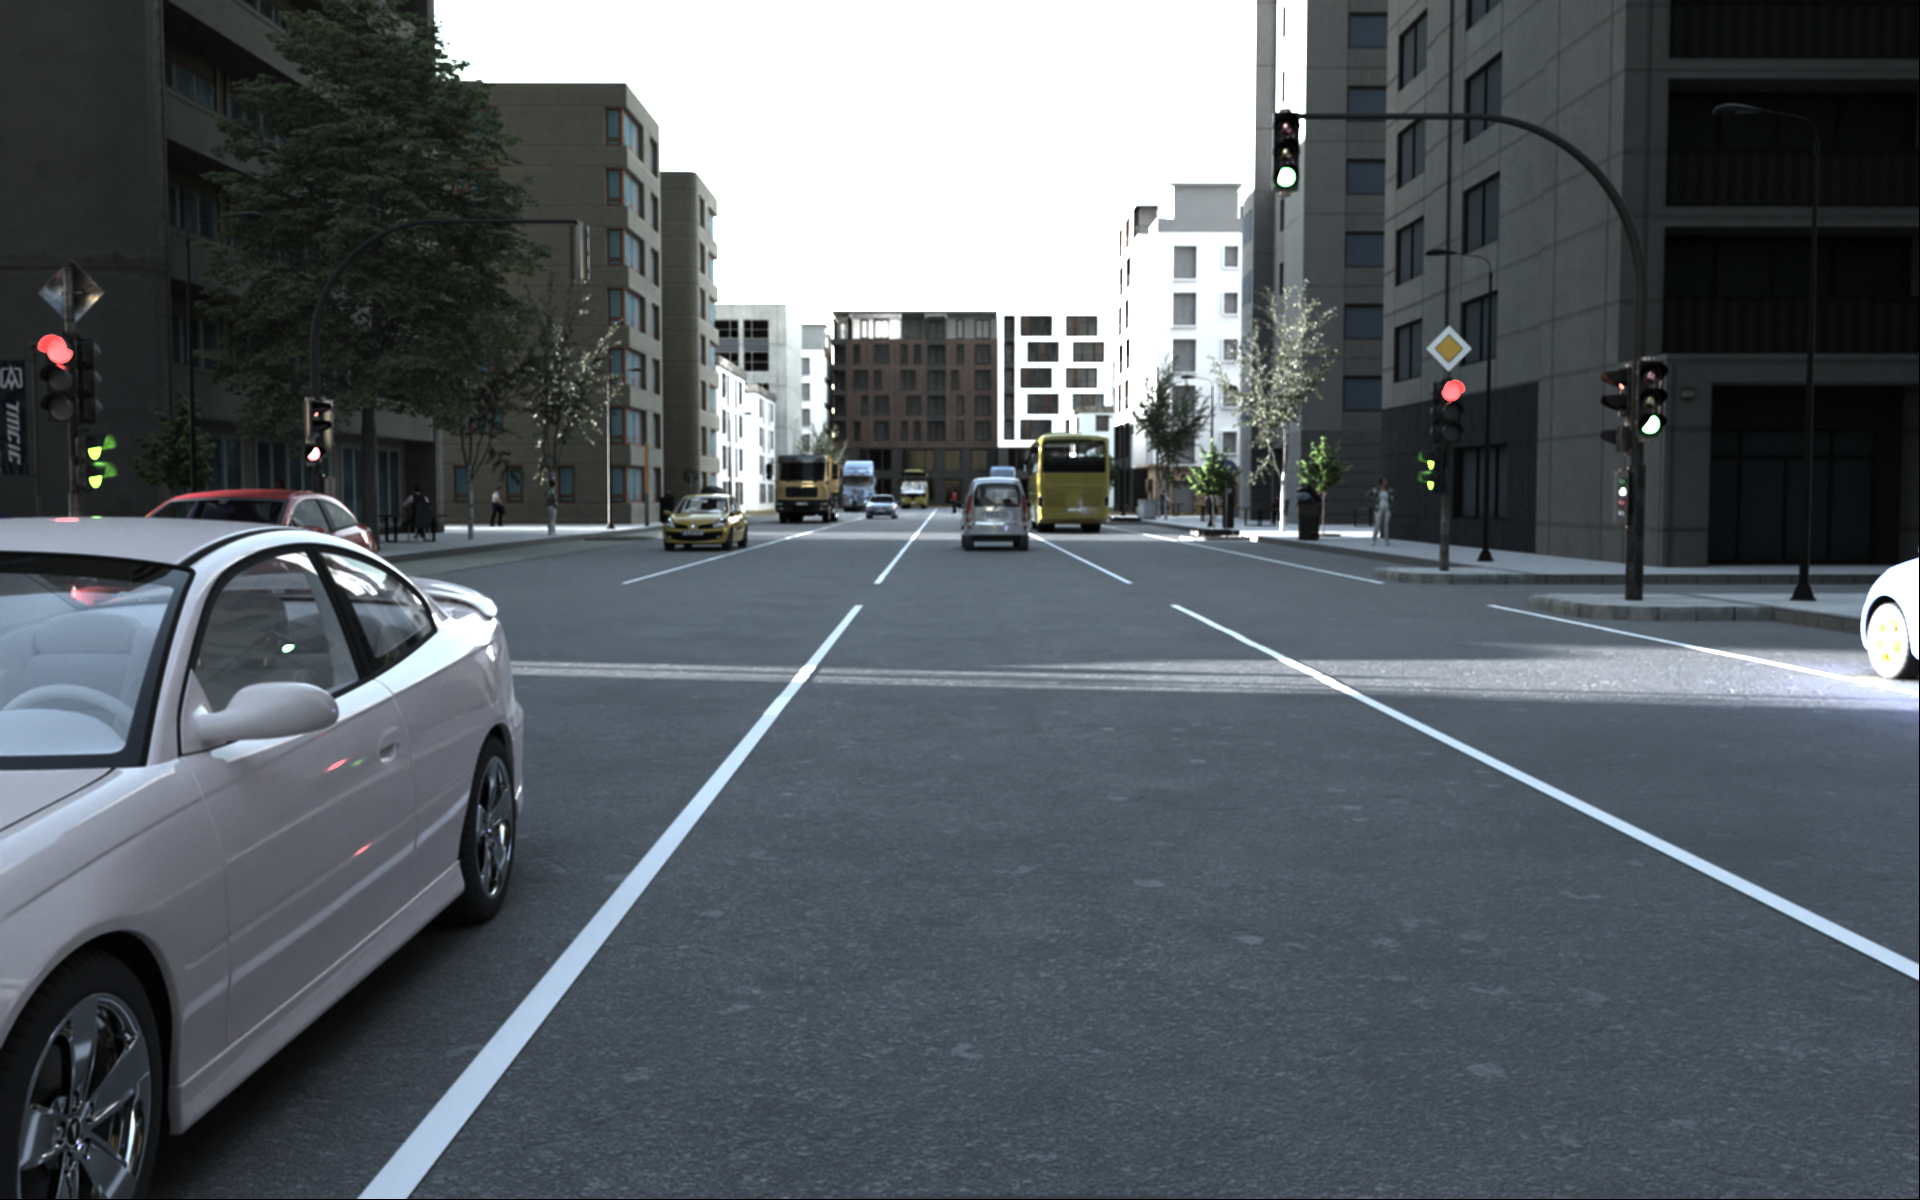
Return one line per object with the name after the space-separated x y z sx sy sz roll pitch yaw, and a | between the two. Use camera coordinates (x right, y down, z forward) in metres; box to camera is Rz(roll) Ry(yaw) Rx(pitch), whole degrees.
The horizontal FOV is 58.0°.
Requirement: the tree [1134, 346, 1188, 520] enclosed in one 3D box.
10.314 -8.270 85.572 4.360 8.622 3.978 0 3 0 | tree

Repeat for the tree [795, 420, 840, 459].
-13.840 -13.381 169.137 4.737 8.622 4.395 0 3 0 | tree

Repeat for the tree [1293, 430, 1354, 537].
10.944 -3.555 52.729 1.663 3.219 1.824 0 3 0 | tree

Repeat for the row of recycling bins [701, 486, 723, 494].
-12.997 -5.138 91.115 1.069 1.692 3.534 0 4 -2 | row of recycling bins

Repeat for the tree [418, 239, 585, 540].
-13.599 -6.001 48.474 4.360 8.622 3.978 0 3 0 | tree

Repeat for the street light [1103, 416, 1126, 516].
9.168 -7.962 102.725 1.470 5.913 1.316 0 4 0 | street light

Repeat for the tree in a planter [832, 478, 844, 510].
-11.225 -9.868 158.565 1.991 3.239 1.994 0 4 0 | tree in a planter

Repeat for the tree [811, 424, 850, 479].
-13.515 -13.911 177.798 4.360 8.622 3.978 0 3 0 | tree

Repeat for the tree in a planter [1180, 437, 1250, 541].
7.949 -3.491 54.306 1.991 3.239 1.994 0 4 0 | tree in a planter

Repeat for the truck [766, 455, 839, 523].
-7.680 -5.609 87.630 3.469 3.379 9.791 0 4 0 | truck

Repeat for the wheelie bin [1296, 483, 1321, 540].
9.710 -2.470 48.292 0.693 1.594 0.980 1 4 9 | wheelie bin

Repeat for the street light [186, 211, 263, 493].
-12.153 -3.429 28.613 1.470 5.913 1.316 0 4 0 | street light

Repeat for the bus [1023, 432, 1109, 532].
4.113 -4.677 68.021 2.896 3.916 12.252 0 4 0 | bus

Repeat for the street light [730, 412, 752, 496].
-12.533 -7.716 98.698 1.470 5.913 1.316 0 4 0 | street light

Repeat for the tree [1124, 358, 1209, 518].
10.993 -8.759 93.567 4.737 8.622 4.395 0 3 0 | tree

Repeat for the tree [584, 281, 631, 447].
-13.129 -6.487 56.433 4.360 8.622 3.978 0 3 0 | tree

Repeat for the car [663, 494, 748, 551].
-6.622 -2.138 45.173 2.015 1.641 3.980 0 4 1 | car

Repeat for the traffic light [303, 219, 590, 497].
-8.566 -3.310 28.781 4.771 5.953 1.251 0 4 0 | traffic light

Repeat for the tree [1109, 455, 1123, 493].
9.920 -8.517 122.965 4.285 4.588 4.351 0 3 0 | tree

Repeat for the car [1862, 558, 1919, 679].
8.029 -0.168 12.335 1.945 1.707 3.694 0 4 -1 | car

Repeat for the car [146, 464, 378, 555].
-7.440 -0.540 17.865 2.155 1.783 4.494 0 4 -1 | car

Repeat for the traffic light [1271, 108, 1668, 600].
6.045 -2.817 20.731 4.771 5.953 1.251 0 4 0 | traffic light

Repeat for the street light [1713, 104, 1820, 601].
9.669 -2.951 20.792 1.470 5.913 1.316 0 4 0 | street light

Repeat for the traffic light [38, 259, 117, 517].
-10.605 -1.947 20.747 0.839 4.253 0.868 0 4 0 | traffic light

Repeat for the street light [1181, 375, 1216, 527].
9.338 -5.835 67.938 1.470 5.913 1.316 0 4 0 | street light

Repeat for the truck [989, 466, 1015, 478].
4.235 -10.536 162.019 2.967 4.110 18.799 0 4 -1 | truck

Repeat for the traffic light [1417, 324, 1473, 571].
8.084 -2.443 28.871 0.839 4.253 0.868 0 4 0 | traffic light

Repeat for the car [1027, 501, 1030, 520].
4.558 -5.302 96.470 2.009 1.686 4.222 0 3 0 | car

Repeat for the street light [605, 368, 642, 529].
-12.402 -5.588 63.911 1.470 5.913 1.316 0 4 0 | street light

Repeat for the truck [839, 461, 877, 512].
-8.177 -9.608 146.842 2.967 4.110 18.799 0 3 0 | truck

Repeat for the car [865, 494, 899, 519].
-4.575 -5.505 102.004 2.014 1.417 4.499 0 4 0 | car

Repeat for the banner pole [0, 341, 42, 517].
-15.392 -2.352 28.472 0.863 3.779 0.401 0 4 2 | banner pole

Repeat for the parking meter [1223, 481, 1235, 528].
10.126 -3.642 65.256 0.399 1.863 0.255 -1 4 -18 | parking meter

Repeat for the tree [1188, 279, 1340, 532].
10.868 -6.661 59.269 4.360 8.622 3.978 0 3 0 | tree

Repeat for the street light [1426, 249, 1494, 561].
9.513 -3.696 32.963 1.470 5.913 1.316 0 4 0 | street light

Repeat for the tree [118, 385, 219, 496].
-13.795 -2.219 30.890 1.663 3.219 1.824 0 3 0 | tree

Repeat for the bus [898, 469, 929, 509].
-4.522 -11.100 173.037 2.896 3.916 12.252 0 4 0 | bus

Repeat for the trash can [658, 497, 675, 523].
-12.899 -3.947 76.179 0.748 1.137 0.748 0 3 0 | trash can

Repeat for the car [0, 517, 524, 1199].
-2.464 0.482 4.482 2.083 1.381 4.827 0 4 -1 | car
